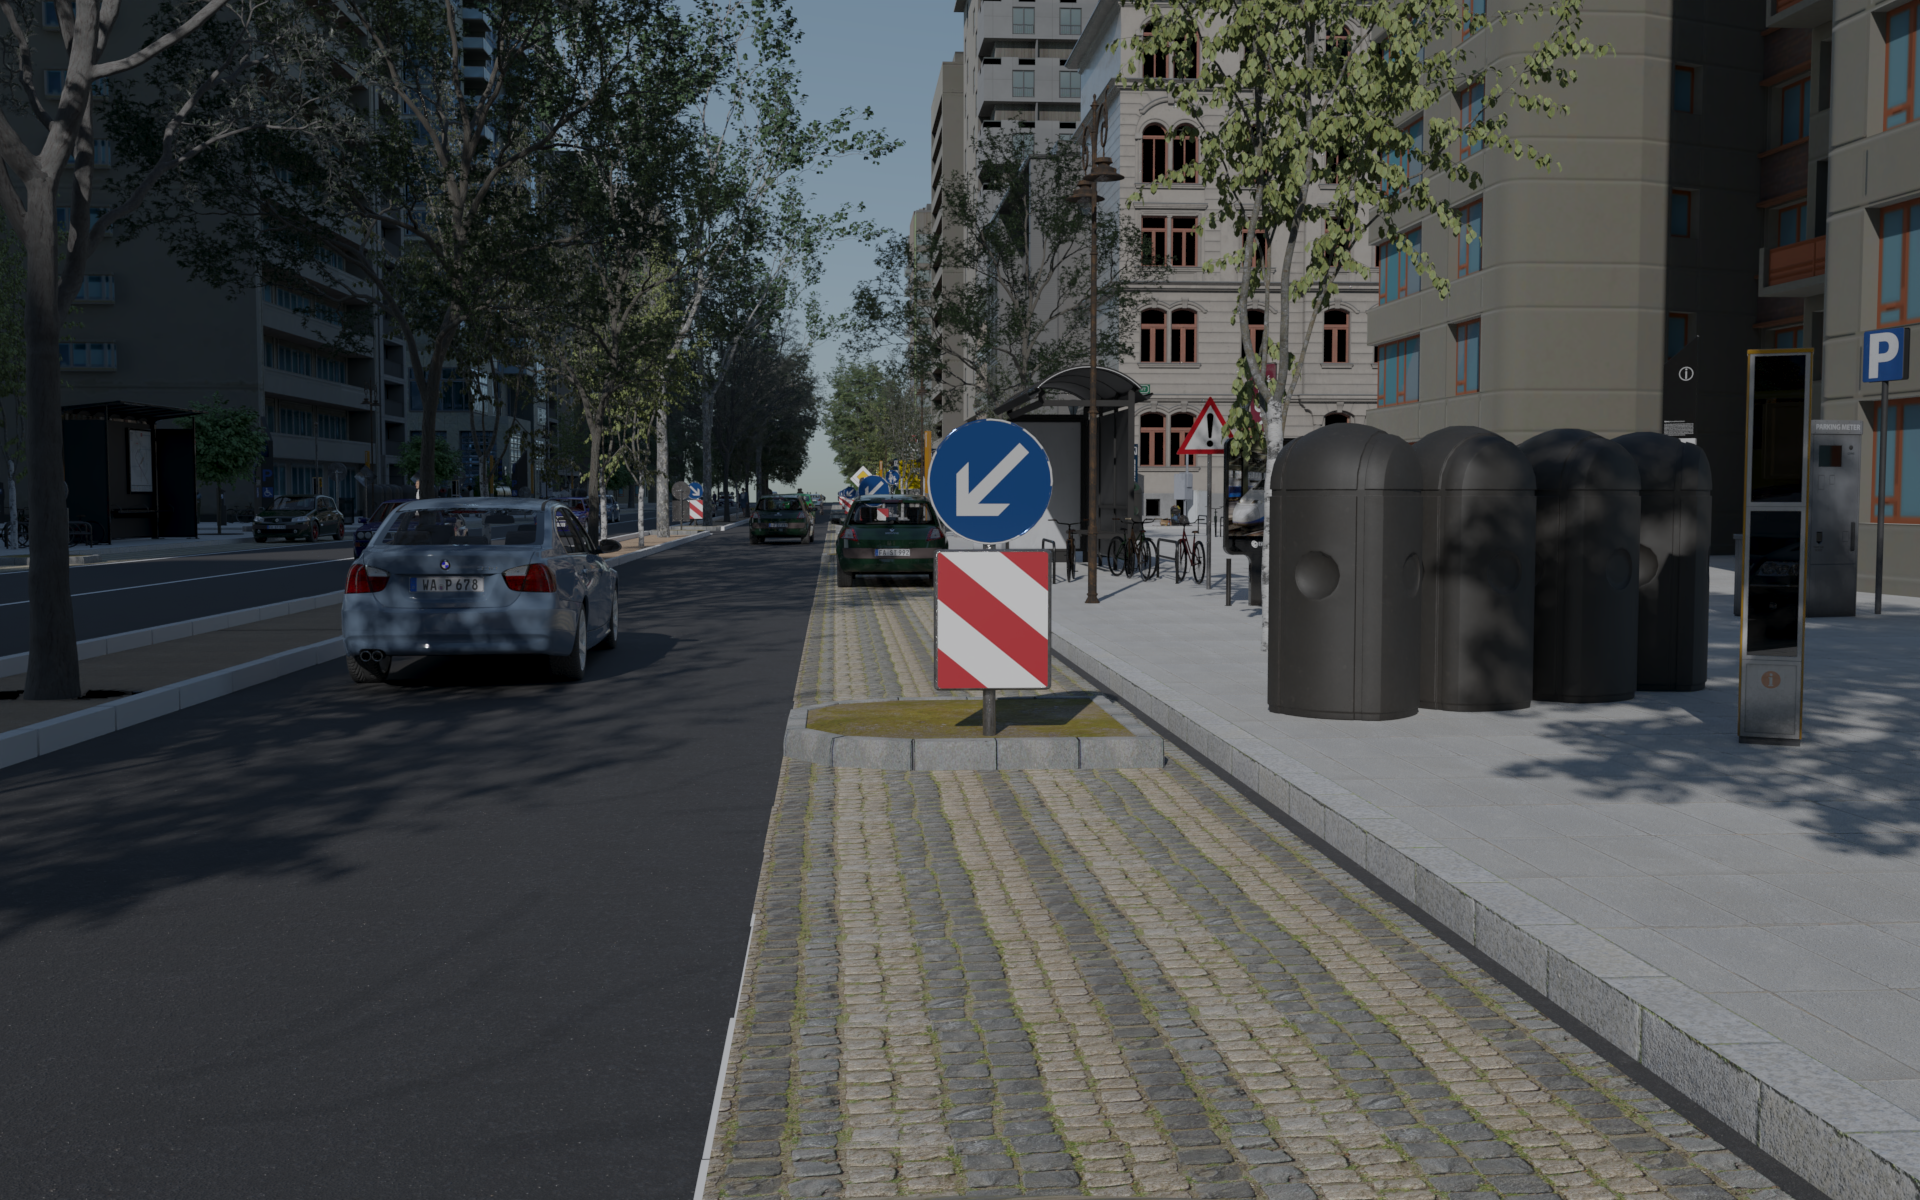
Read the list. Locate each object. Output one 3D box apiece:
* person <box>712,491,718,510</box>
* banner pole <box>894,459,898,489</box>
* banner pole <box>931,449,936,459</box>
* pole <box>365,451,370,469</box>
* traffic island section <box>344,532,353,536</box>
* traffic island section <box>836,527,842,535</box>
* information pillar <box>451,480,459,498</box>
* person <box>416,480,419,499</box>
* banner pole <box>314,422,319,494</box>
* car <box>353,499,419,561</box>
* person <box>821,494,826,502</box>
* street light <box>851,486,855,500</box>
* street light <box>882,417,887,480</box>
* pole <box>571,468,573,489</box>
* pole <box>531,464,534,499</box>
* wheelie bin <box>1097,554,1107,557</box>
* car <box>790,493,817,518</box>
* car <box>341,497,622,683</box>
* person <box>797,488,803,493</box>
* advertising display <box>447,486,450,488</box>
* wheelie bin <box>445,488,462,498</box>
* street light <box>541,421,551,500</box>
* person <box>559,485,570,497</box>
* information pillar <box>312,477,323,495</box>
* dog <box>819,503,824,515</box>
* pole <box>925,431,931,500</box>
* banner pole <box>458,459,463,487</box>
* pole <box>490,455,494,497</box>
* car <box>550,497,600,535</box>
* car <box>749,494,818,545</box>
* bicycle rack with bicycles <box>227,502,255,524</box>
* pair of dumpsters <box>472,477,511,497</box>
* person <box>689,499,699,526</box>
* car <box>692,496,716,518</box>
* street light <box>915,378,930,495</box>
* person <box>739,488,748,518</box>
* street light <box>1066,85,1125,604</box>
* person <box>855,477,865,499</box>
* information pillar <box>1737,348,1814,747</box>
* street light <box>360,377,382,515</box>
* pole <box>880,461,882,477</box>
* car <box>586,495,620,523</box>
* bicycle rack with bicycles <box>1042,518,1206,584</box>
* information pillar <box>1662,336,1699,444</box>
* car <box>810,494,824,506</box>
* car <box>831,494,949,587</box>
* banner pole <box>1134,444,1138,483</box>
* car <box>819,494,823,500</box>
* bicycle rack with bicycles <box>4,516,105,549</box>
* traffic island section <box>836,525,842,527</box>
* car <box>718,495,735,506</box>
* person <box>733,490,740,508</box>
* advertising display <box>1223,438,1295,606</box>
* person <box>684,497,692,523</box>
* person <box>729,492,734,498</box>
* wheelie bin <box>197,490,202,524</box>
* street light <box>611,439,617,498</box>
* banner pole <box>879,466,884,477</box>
[{"bbox_3d":[-21.767,-8.805,153.386,0.541,1.710,0.530,3,5,41],"label":"person"},{"bbox_3d":[-3.757,-7.186,107.513,0.863,3.779,0.401,-2,4,-27],"label":"banner pole"},{"bbox_3d":[-1.064,-5.724,83.604,0.863,3.779,0.401,1,4,10],"label":"banner pole"},{"bbox_3d":[-27.967,-5.381,81.825,0.158,3.312,0.155,0,3,0],"label":"pole"},{"bbox_3d":[-20.654,-2.321,60.228,2.009,0.180,2.903,0,4,-4],"label":"traffic island section"},{"bbox_3d":[-3.407,-2.397,61.468,2.009,0.180,2.903,0,4,-4],"label":"traffic island section"},{"bbox_3d":[-26.609,-5.311,91.320,0.304,2.012,0.304,0,4,5],"label":"information pillar"},{"bbox_3d":[-14.929,-2.423,48.218,0.850,1.850,0.679,0,4,5],"label":"person"},{"bbox_3d":[-22.351,-4.295,60.239,0.401,3.779,0.863,-1,4,-23],"label":"banner pole"},{"bbox_3d":[-11.247,-1.408,35.602,1.945,1.354,3.894,0,4,-6],"label":"car"},{"bbox_3d":[-19.935,-14.707,252.147,0.799,1.438,0.628,0,4,-4],"label":"person"},{"bbox_3d":[-18.994,-20.218,303.345,0.468,5.910,1.993,0,4,-4],"label":"street light"},{"bbox_3d":[-4.387,-7.948,102.732,0.468,5.910,1.993,0,4,-4],"label":"street light"},{"bbox_3d":[-30.775,-8.784,137.469,0.158,3.312,0.155,0,3,0],"label":"pole"},{"bbox_3d":[-28.864,-7.525,116.878,0.158,3.312,0.155,0,3,0],"label":"pole"},{"bbox_3d":[3.048,-1.673,35.265,0.693,1.594,0.980,0,4,6],"label":"wheelie bin"},{"bbox_3d":[-7.988,-4.668,85.112,1.959,1.807,4.718,0,4,-4],"label":"car"},{"bbox_3d":[-3.892,-0.152,14.494,2.014,1.417,4.499,0,4,-6],"label":"car"},{"bbox_3d":[-10.611,-6.504,114.823,0.580,1.828,0.573,3,4,39],"label":"person"},{"bbox_3d":[-39.604,-7.882,134.076,0.123,1.923,0.974,-1,4,-9],"label":"advertising display"},{"bbox_3d":[-27.138,-5.197,92.880,0.980,1.594,0.693,0,4,-2],"label":"wheelie bin"},{"bbox_3d":[-26.277,-8.393,110.013,0.468,5.910,1.993,0,4,-4],"label":"street light"},{"bbox_3d":[-18.575,-4.470,81.435,0.661,1.843,0.795,-3,5,-42],"label":"person"},{"bbox_3d":[-28.264,-4.389,76.244,0.304,2.012,0.304,1,4,13],"label":"information pillar"},{"bbox_3d":[-9.696,-6.318,120.140,0.513,0.831,0.800,2,4,35],"label":"dog"},{"bbox_3d":[-1.037,-3.810,56.135,0.158,3.312,0.155,0,3,0],"label":"pole"},{"bbox_3d":[-35.957,-8.234,124.645,0.863,3.779,0.401,3,5,43],"label":"banner pole"},{"bbox_3d":[-24.652,-5.955,91.211,0.158,3.312,0.155,0,3,0],"label":"pole"},{"bbox_3d":[-13.312,-2.823,58.743,1.945,1.354,3.894,0,4,-2],"label":"car"},{"bbox_3d":[-5.169,-2.490,50.505,2.009,1.686,4.222,0,4,-2],"label":"car"},{"bbox_3d":[-31.018,-3.853,76.385,2.925,0.926,2.852,0,4,-3],"label":"bicycle rack with bicycles"},{"bbox_3d":[-26.867,-5.917,99.229,1.574,2.255,4.437,0,4,-4],"label":"pair of dumpsters"},{"bbox_3d":[-11.463,-3.799,74.881,0.640,1.303,0.475,1,4,18],"label":"person"},{"bbox_3d":[-15.336,-5.458,101.819,1.945,1.354,3.894,0,4,-2],"label":"car"},{"bbox_3d":[-1.339,-5.404,61.139,0.468,5.910,1.993,0,4,-4],"label":"street light"},{"bbox_3d":[-12.864,-5.785,103.112,0.581,1.822,0.654,2,4,30],"label":"person"},{"bbox_3d":[1.555,-2.899,20.182,0.468,5.910,1.993,0,4,-4],"label":"street light"},{"bbox_3d":[-2.127,-1.808,38.251,0.419,1.800,0.721,-1,4,-8],"label":"person"},{"bbox_3d":[4.197,-0.271,8.920,0.304,2.012,0.304,2,4,25],"label":"information pillar"},{"bbox_3d":[-23.328,-5.867,68.716,0.468,5.910,1.993,0,4,-4],"label":"street light"},{"bbox_3d":[-4.847,-6.881,106.345,0.158,3.312,0.155,0,3,0],"label":"pole"},{"bbox_3d":[-18.174,-4.600,87.210,2.014,1.417,4.499,0,4,-5],"label":"car"},{"bbox_3d":[2.310,-0.754,25.717,2.852,0.926,2.925,0,4,-1],"label":"bicycle rack with bicycles"},{"bbox_3d":[10.748,-2.111,25.865,0.504,3.616,0.183,3,4,37],"label":"information pillar"},{"bbox_3d":[-15.289,-10.381,181.738,2.014,1.417,4.499,0,4,-3],"label":"car"},{"bbox_3d":[-1.091,-1.105,27.849,2.009,1.686,4.222,0,4,-2],"label":"car"},{"bbox_3d":[7.450,-5.258,75.979,0.863,3.779,0.401,2,4,34],"label":"banner pole"},{"bbox_3d":[-17.196,-12.047,207.188,2.015,1.641,3.980,0,4,-5],"label":"car"},{"bbox_3d":[-22.135,-1.729,41.658,2.925,0.926,2.852,-2,4,-29],"label":"bicycle rack with bicycles"},{"bbox_3d":[-3.984,-2.884,69.432,2.009,0.180,2.903,0,4,-4],"label":"traffic island section"},{"bbox_3d":[-27.430,-11.668,203.355,1.945,1.354,3.894,0,4,-5],"label":"car"},{"bbox_3d":[-23.177,-10.540,180.968,0.705,1.807,1.348,3,4,36],"label":"person"},{"bbox_3d":[3.503,-0.895,19.851,0.974,1.923,0.123,0,4,-6],"label":"advertising display"},{"bbox_3d":[-13.172,-4.598,84.033,0.694,1.780,0.624,2,4,32],"label":"person"},{"bbox_3d":[-34.109,-15.134,255.943,1.348,1.824,0.705,1,4,18],"label":"person"},{"bbox_3d":[-33.097,-4.078,74.582,0.693,1.594,0.980,1,4,22],"label":"wheelie bin"},{"bbox_3d":[-28.875,-10.503,144.508,0.468,5.910,1.993,0,4,-4],"label":"street light"},{"bbox_3d":[-6.062,-9.029,137.641,0.863,3.779,0.401,-2,4,-34],"label":"banner pole"}]
